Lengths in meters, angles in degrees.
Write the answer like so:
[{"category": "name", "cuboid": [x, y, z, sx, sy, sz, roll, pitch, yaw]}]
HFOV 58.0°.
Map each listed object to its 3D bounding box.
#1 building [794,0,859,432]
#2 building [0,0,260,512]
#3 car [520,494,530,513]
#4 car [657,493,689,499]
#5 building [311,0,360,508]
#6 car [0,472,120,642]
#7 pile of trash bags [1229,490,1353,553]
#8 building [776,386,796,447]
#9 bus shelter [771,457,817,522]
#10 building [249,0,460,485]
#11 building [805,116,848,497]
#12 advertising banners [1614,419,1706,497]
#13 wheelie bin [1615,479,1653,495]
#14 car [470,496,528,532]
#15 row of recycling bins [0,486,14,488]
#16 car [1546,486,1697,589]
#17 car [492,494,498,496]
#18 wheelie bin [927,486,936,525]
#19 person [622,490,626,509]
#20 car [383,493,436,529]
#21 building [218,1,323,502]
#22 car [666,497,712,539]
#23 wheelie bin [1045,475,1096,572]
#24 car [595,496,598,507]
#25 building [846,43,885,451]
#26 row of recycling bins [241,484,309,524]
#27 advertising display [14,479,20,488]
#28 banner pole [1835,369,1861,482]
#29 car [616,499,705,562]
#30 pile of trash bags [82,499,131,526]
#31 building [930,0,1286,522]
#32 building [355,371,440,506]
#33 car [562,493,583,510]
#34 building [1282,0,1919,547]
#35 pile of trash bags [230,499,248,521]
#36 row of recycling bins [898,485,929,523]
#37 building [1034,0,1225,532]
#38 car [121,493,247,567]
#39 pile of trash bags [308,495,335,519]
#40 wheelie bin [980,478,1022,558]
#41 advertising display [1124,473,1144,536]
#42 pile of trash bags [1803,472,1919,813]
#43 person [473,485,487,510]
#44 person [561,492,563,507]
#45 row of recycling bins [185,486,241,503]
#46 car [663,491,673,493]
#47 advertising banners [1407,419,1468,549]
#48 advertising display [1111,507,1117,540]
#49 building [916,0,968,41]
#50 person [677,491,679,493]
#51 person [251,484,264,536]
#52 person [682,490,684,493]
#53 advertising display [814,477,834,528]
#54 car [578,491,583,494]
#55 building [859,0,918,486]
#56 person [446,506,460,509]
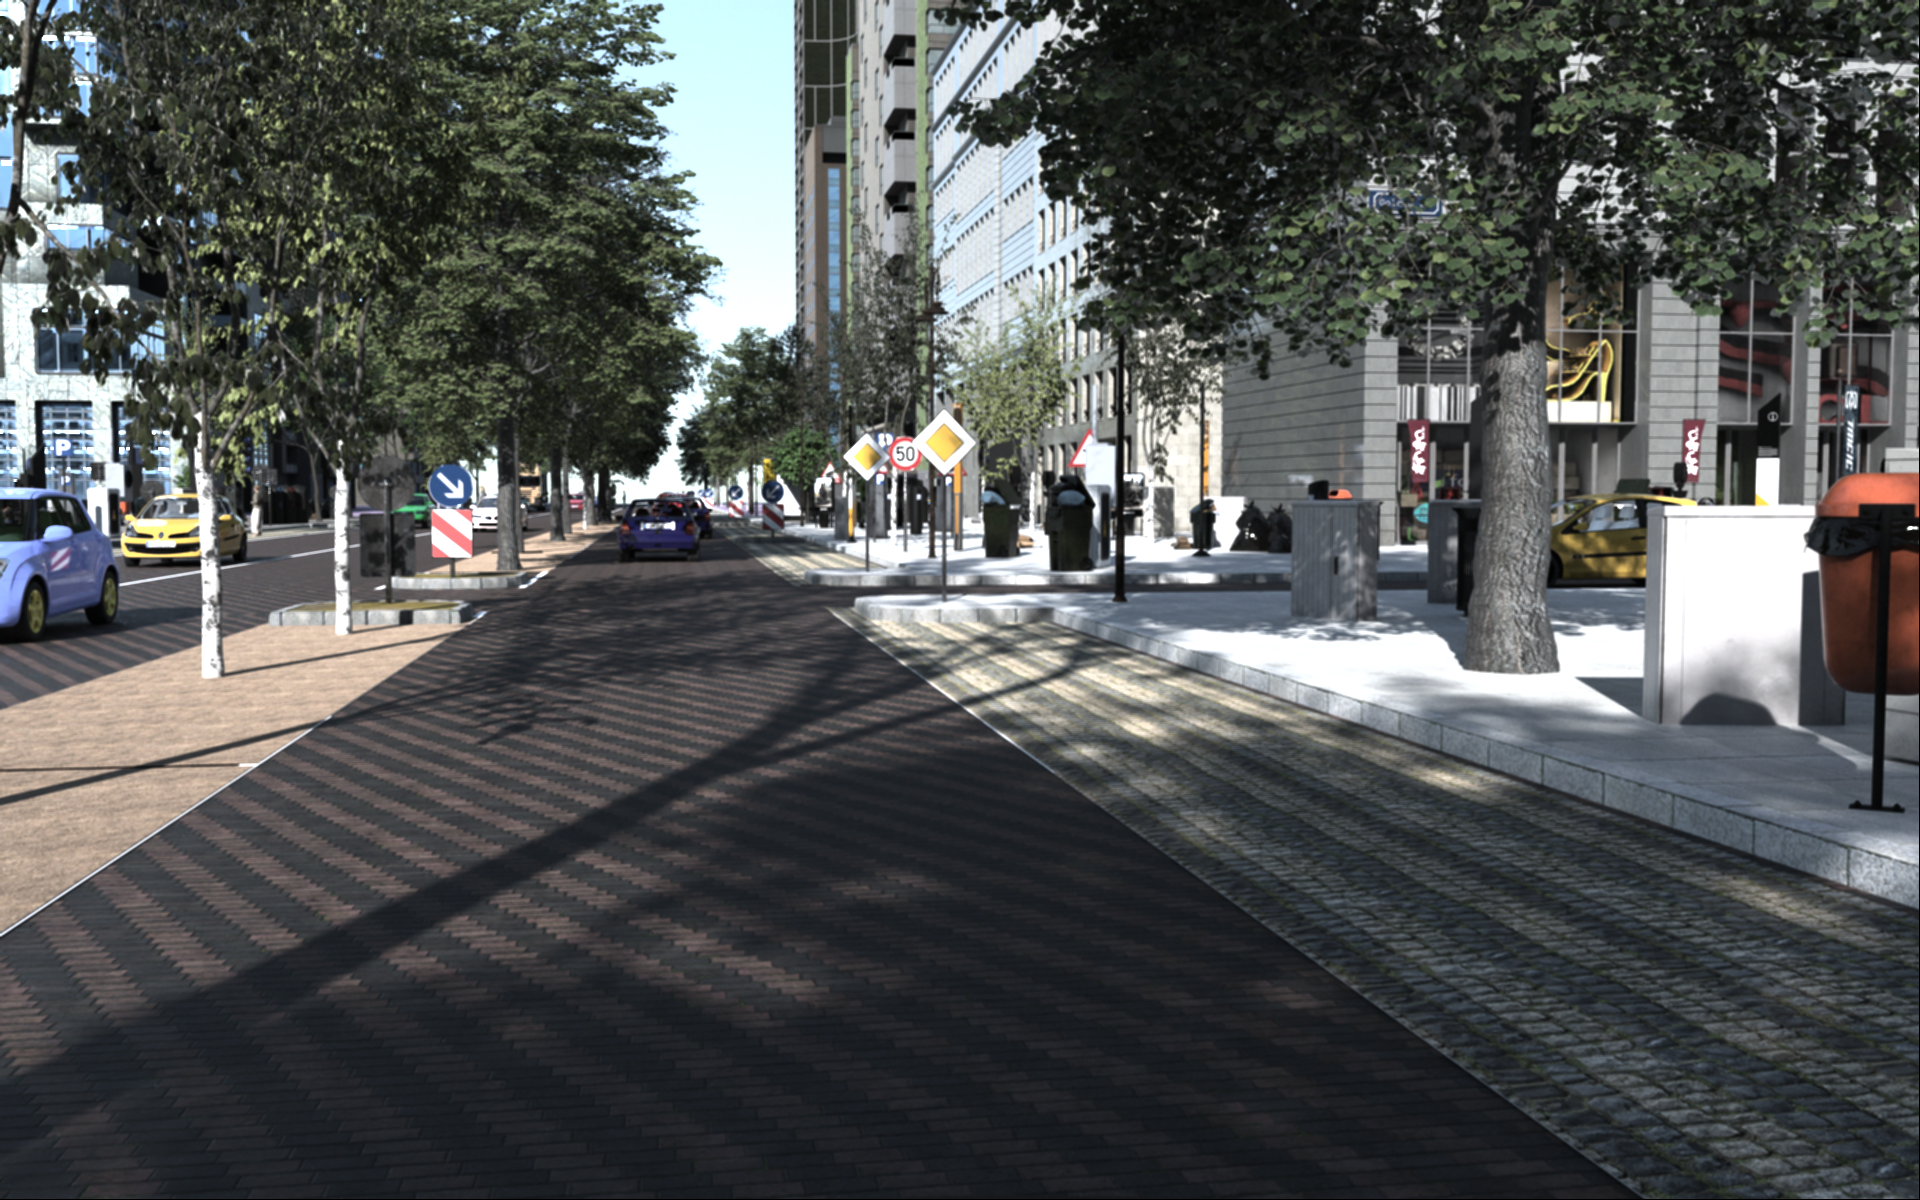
[{"category": "building", "cuboid": [-12.501, -48.011, 223.235, 20.563, 71.187, 20.611, -1, 4, -10]}, {"category": "building", "cuboid": [-57.300, -48.708, 109.049, 22.319, 86.520, 31.000, -1, 4, -10]}, {"category": "car", "cuboid": [-33.590, -7.294, 131.053, 2.131, 1.459, 4.920, -1, 4, -9]}, {"category": "car", "cuboid": [-12.347, -4.012, 74.632, 2.155, 1.783, 4.494, -1, 4, -11]}, {"category": "building", "cuboid": [-59.823, -30.398, 147.122, 14.600, 45.320, 14.200, -1, 4, -10]}, {"category": "car", "cuboid": [-9.982, -0.498, 17.735, 1.945, 1.707, 3.694, -1, 4, -10]}, {"category": "pile of trash bags", "cuboid": [7.470, -1.731, 38.056, 1.912, 1.369, 3.447, -2, 4, -26]}, {"category": "building", "cuboid": [-12.160, -24.760, 249.868, 27.650, 21.520, 28.899, -1, 4, -10]}, {"category": "bus shelter", "cuboid": [-7.558, -5.249, 79.739, 2.014, 3.302, 5.546, -1, 4, -9]}, {"category": "building", "cuboid": [-78.548, -56.153, 230.780, 22.319, 86.520, 31.000, -1, 4, -10]}, {"category": "building", "cuboid": [-10.931, -34.033, 206.556, 14.600, 45.320, 14.200, -1, 4, -10]}, {"category": "advertising banners", "cuboid": [16.362, -2.711, 40.513, 2.074, 3.025, 0.090, 0, 4, 1]}, {"category": "wheelie bin", "cuboid": [13.941, -1.713, 35.920, 0.980, 1.594, 0.693, 3, 5, 43]}, {"category": "car", "cuboid": [-17.776, -3.333, 66.858, 2.083, 1.381, 4.827, -1, 4, -9]}, {"category": "row of recycling bins", "cuboid": [-50.582, -5.208, 92.265, 1.069, 1.692, 3.534, 0, 4, 2]}, {"category": "car", "cuboid": [9.721, -1.013, 26.792, 3.980, 1.641, 2.015, -1, 4, -9]}, {"category": "car", "cuboid": [-28.905, -5.974, 109.473, 2.131, 1.459, 4.920, -1, 4, -10]}, {"category": "wheelie bin", "cuboid": [-0.814, -3.715, 68.641, 0.980, 1.594, 0.693, -3, 4, -37]}, {"category": "person", "cuboid": [-32.921, -9.854, 169.702, 0.705, 1.814, 1.350, 0, 4, 0]}, {"category": "car", "cuboid": [-23.063, -3.908, 72.686, 1.959, 1.807, 4.718, -1, 4, -11]}, {"category": "building", "cuboid": [-58.089, -27.500, 133.223, 14.154, 41.232, 14.086, -1, 4, -10]}, {"category": "car", "cuboid": [-9.000, -2.673, 56.283, 1.945, 1.354, 3.894, -1, 4, -11]}, {"category": "wheelie bin", "cuboid": [1.827, -1.279, 28.815, 0.693, 1.594, 0.980, -2, 4, -24]}, {"category": "car", "cuboid": [-40.479, -11.438, 196.602, 1.945, 1.707, 3.694, 0, 4, -8]}, {"category": "building", "cuboid": [-3.761, -29.263, 162.046, 14.154, 41.232, 14.086, -1, 4, -10]}, {"category": "row of recycling bins", "cuboid": [-29.417, -4.144, 74.861, 1.069, 1.692, 3.534, 1, 4, 11]}, {"category": "advertising display", "cuboid": [-40.257, -4.219, 74.196, 0.123, 1.923, 0.974, -1, 4, -10]}, {"category": "banner pole", "cuboid": [17.795, -2.741, 34.838, 0.863, 3.779, 0.401, -2, 4, -29]}, {"category": "car", "cuboid": [-6.559, -1.547, 37.878, 1.945, 1.354, 3.894, -1, 4, -8]}, {"category": "pile of trash bags", "cuboid": [-34.671, -3.686, 70.019, 1.912, 1.369, 3.447, 1, 4, 8]}, {"category": "building", "cuboid": [6.180, -19.149, 90.583, 11.434, 29.767, 29.804, -1, 4, -10]}, {"category": "building", "cuboid": [-76.277, -21.871, 202.632, 27.650, 21.520, 28.899, -1, 4, -10]}, {"category": "car", "cuboid": [-29.807, -7.681, 134.623, 2.155, 1.783, 4.494, -1, 4, -9]}, {"category": "building", "cuboid": [23.413, -16.606, 49.009, 29.804, 29.767, 11.434, -1, 4, -10]}, {"category": "pile of trash bags", "cuboid": [-34.955, -4.338, 80.681, 3.447, 1.369, 1.912, 1, 4, 14]}, {"category": "row of recycling bins", "cuboid": [-2.460, -4.340, 78.076, 1.069, 1.692, 3.534, -2, 4, -26]}, {"category": "building", "cuboid": [9.724, -12.998, 67.276, 10.420, 20.320, 16.860, -1, 4, -10]}, {"category": "car", "cuboid": [-15.902, -1.551, 35.577, 2.015, 1.641, 3.980, -1, 4, -11]}, {"category": "pile of trash bags", "cuboid": [-33.676, -4.866, 89.319, 3.447, 1.369, 1.912, -2, 4, -30]}, {"category": "wheelie bin", "cuboid": [0.809, -1.662, 35.079, 0.693, 1.594, 0.980, 2, 4, 26]}, {"category": "advertising display", "cuboid": [5.155, -2.925, 53.043, 0.974, 1.923, 0.123, 0, 4, 4]}, {"category": "pile of trash bags", "cuboid": [5.070, 0.198, 6.517, 3.447, 1.369, 1.912, 2, 4, 30]}, {"category": "person", "cuboid": [-20.356, -3.979, 73.734, 0.728, 1.800, 0.709, 1, 4, 22]}, {"category": "person", "cuboid": [-44.012, -11.130, 191.297, 1.217, 1.723, 0.721, 3, 5, 42]}, {"category": "row of recycling bins", "cuboid": [-38.182, -4.974, 88.446, 3.534, 1.692, 1.069, 1, 4, 19]}, {"category": "car", "cuboid": [-40.756, -14.252, 241.687, 2.281, 1.827, 5.304, -1, 4, -11]}, {"category": "advertising banners", "cuboid": [11.394, -2.688, 40.143, 2.074, 3.025, 0.090, 2, 4, 25]}, {"category": "advertising display", "cuboid": [3.980, -2.595, 47.636, 0.123, 1.923, 0.974, 3, 5, 40]}, {"category": "building", "cuboid": [3.710, -26.752, 120.995, 14.154, 41.232, 14.086, -1, 4, -10]}, {"category": "person", "cuboid": [-40.435, -14.664, 248.243, 1.348, 1.826, 0.705, 3, 5, 40]}, {"category": "person", "cuboid": [-23.834, -3.036, 58.687, 0.362, 1.759, 0.519, 1, 4, 10]}, {"category": "person", "cuboid": [-30.605, -11.214, 191.814, 0.705, 1.831, 1.348, -2, 4, -30]}, {"category": "advertising display", "cuboid": [-5.120, -3.673, 65.264, 0.974, 1.923, 0.123, 3, 5, 40]}, {"category": "car", "cuboid": [-50.270, -13.636, 231.617, 2.281, 1.827, 5.304, -1, 4, -10]}, {"category": "building", "cuboid": [6.514, -33.829, 142.343, 28.713, 52.752, 27.495, -1, 4, -10]}, {"category": "person", "cuboid": [-13.111, -2.213, 44.952, 0.793, 1.790, 0.793, -3, 5, -43]}]
